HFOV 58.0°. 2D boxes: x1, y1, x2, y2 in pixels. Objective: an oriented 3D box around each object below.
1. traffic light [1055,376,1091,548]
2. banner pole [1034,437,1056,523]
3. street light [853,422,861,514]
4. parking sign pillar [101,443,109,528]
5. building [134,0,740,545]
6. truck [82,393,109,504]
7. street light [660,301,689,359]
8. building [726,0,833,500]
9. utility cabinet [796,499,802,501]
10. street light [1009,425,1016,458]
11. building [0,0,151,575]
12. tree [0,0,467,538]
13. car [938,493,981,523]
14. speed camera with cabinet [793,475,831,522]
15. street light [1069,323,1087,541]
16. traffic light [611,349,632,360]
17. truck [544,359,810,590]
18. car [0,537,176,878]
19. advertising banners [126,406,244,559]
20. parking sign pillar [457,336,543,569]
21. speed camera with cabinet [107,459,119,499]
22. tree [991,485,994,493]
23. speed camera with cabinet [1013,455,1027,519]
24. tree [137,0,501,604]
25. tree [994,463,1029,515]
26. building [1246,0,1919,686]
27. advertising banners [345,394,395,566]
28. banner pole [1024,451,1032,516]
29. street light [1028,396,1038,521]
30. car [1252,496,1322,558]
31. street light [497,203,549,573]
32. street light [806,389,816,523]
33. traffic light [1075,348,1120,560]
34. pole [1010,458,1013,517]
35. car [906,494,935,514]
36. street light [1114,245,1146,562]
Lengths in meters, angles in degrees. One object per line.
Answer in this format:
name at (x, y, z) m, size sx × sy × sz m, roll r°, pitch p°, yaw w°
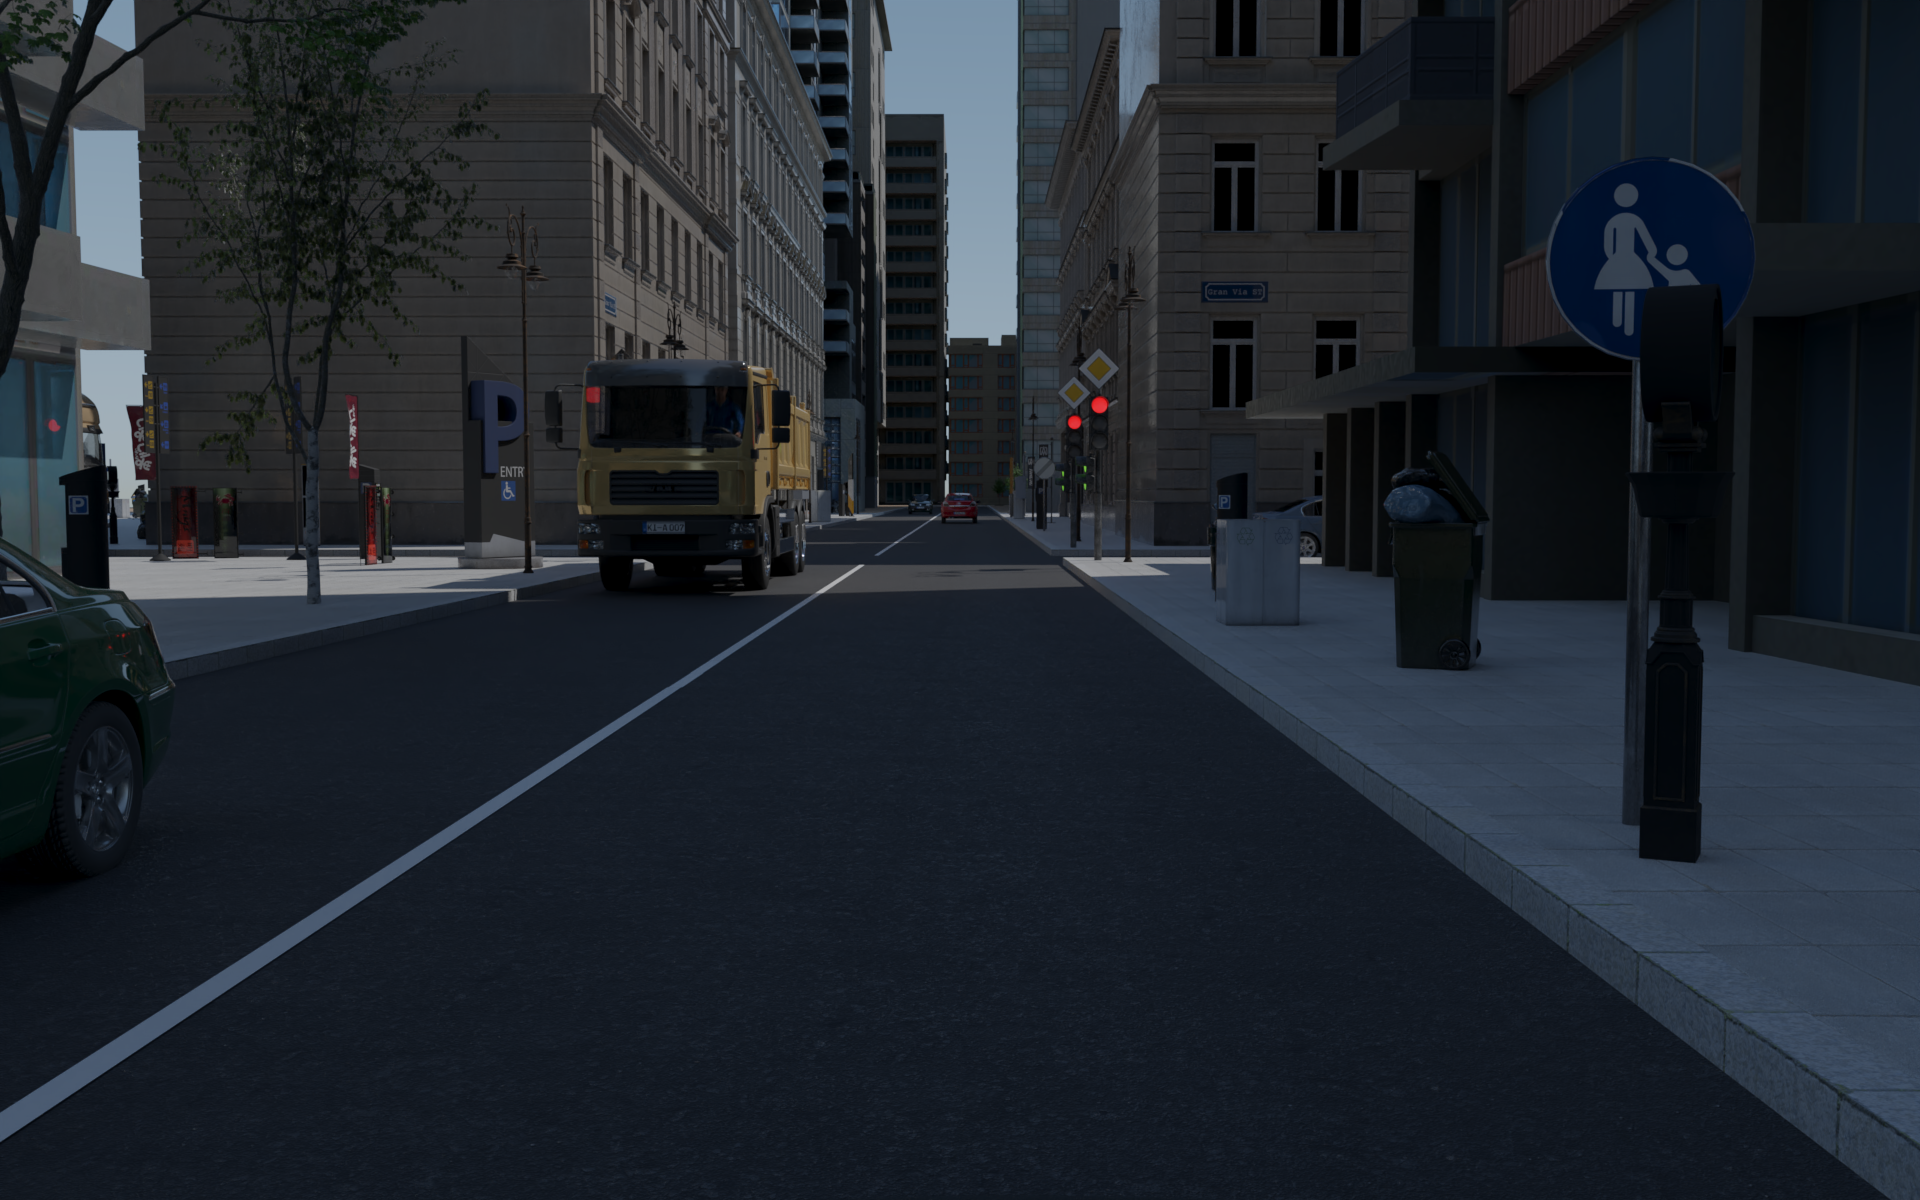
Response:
traffic light at (2.701, -3.211, 41.418) m, size 0.839 × 4.253 × 0.868 m, roll 0°, pitch 4°, yaw 0°
banner pole at (3.839, -5.292, 76.537) m, size 0.863 × 3.779 × 0.401 m, roll 2°, pitch 4°, yaw 28°
street light at (-6.571, -8.470, 111.280) m, size 0.468 × 5.910 × 1.993 m, roll 0°, pitch 4°, yaw 0°
parking sign pillar at (-33.104, -4.754, 66.200) m, size 1.447 × 3.967 × 1.447 m, roll 3°, pitch 5°, yaw 45°
building at (-14.661, -15.758, 54.912) m, size 12.463 × 27.353 × 25.104 m, roll 0°, pitch 4°, yaw 0°
truck at (-24.211, -3.010, 38.123) m, size 11.283 × 4.237 × 2.839 m, roll 0°, pitch 3°, yaw 0°
street light at (-6.851, -4.215, 41.703) m, size 0.468 × 5.910 × 1.993 m, roll 0°, pitch 4°, yaw 0°
building at (-16.622, -19.186, 90.108) m, size 17.030 × 29.872 × 44.131 m, roll 0°, pitch 4°, yaw 0°
utility cabinet at (-7.536, -4.294, 81.375) m, size 0.306 × 1.237 × 1.020 m, roll 0°, pitch 4°, yaw -1°
street light at (3.534, -8.772, 116.203) m, size 0.468 × 5.910 × 1.993 m, roll 0°, pitch 4°, yaw 0°
building at (-26.968, -24.316, 17.184) m, size 30.456 × 49.044 × 23.786 m, roll 0°, pitch 4°, yaw 0°
tree at (-7.702, -5.376, 13.651) m, size 9.928 × 11.665 × 9.643 m, roll 0°, pitch 3°, yaw 0°
car at (-0.038, -4.709, 86.040) m, size 2.155 × 1.783 × 4.494 m, roll 0°, pitch 4°, yaw 0°
speed camera with cabinet at (-6.781, -5.205, 79.443) m, size 0.660 × 3.252 × 2.038 m, roll 2°, pitch 4°, yaw 35°
street light at (3.216, -4.531, 46.862) m, size 0.468 × 5.910 × 1.993 m, roll 0°, pitch 4°, yaw 0°
traffic light at (-6.509, -2.725, 33.472) m, size 0.839 × 4.253 × 0.868 m, roll 0°, pitch 4°, yaw 0°
truck at (-4.113, -1.966, 28.075) m, size 3.469 × 3.379 × 9.791 m, roll 0°, pitch 3°, yaw 0°
car at (-4.101, 0.406, 5.165) m, size 2.131 × 1.459 × 4.920 m, roll 0°, pitch 4°, yaw -1°
advertising banners at (-15.329, -2.329, 34.266) m, size 2.074 × 3.025 × 0.090 m, roll -1°, pitch 4°, yaw -16°
parking sign pillar at (-8.010, -2.545, 30.091) m, size 1.447 × 3.967 × 1.447 m, roll 2°, pitch 4°, yaw 30°
speed camera with cabinet at (-48.176, -6.267, 96.801) m, size 2.038 × 3.252 × 0.660 m, roll -2°, pitch 4°, yaw -34°
tree at (4.601, -12.203, 194.119) m, size 1.663 × 3.219 × 1.824 m, roll 0°, pitch 3°, yaw 0°
speed camera with cabinet at (3.047, -5.794, 89.060) m, size 0.660 × 3.252 × 2.038 m, roll 0°, pitch 4°, yaw -2°
tree at (-7.557, -4.276, 20.268) m, size 4.360 × 8.622 × 3.978 m, roll 0°, pitch 3°, yaw 0°
tree at (3.544, -7.312, 114.145) m, size 1.663 × 3.219 × 1.824 m, roll 0°, pitch 3°, yaw 0°
building at (16.001, -22.163, 16.993) m, size 22.147 × 44.769 × 28.867 m, roll 0°, pitch 4°, yaw 0°
advertising banners at (-10.665, -2.148, 31.311) m, size 0.090 × 3.025 × 2.074 m, roll 0°, pitch 4°, yaw 3°
banner pole at (4.020, -6.812, 101.387) m, size 0.863 × 3.779 × 0.401 m, roll 1°, pitch 4°, yaw 19°
street light at (3.442, -6.651, 81.532) m, size 0.468 × 5.910 × 1.993 m, roll 0°, pitch 4°, yaw 0°
car at (8.475, -1.540, 37.182) m, size 4.499 × 1.417 × 2.014 m, roll 0°, pitch 4°, yaw 0°
street light at (-6.999, -3.371, 27.901) m, size 0.468 × 5.910 × 1.993 m, roll 0°, pitch 4°, yaw 0°
street light at (-6.631, -6.339, 76.426) m, size 0.468 × 5.910 × 1.993 m, roll 0°, pitch 4°, yaw 0°
traffic light at (2.653, -2.722, 33.433) m, size 0.839 × 4.253 × 0.868 m, roll 0°, pitch 4°, yaw 0°
pole at (2.889, -6.294, 96.744) m, size 0.158 × 3.312 × 0.155 m, roll 0°, pitch 3°, yaw 0°
car at (-2.811, -6.958, 123.547) m, size 2.009 × 1.686 × 4.222 m, roll 0°, pitch 4°, yaw -1°
street light at (3.163, -3.649, 32.446) m, size 0.468 × 5.910 × 1.993 m, roll 0°, pitch 4°, yaw 0°
